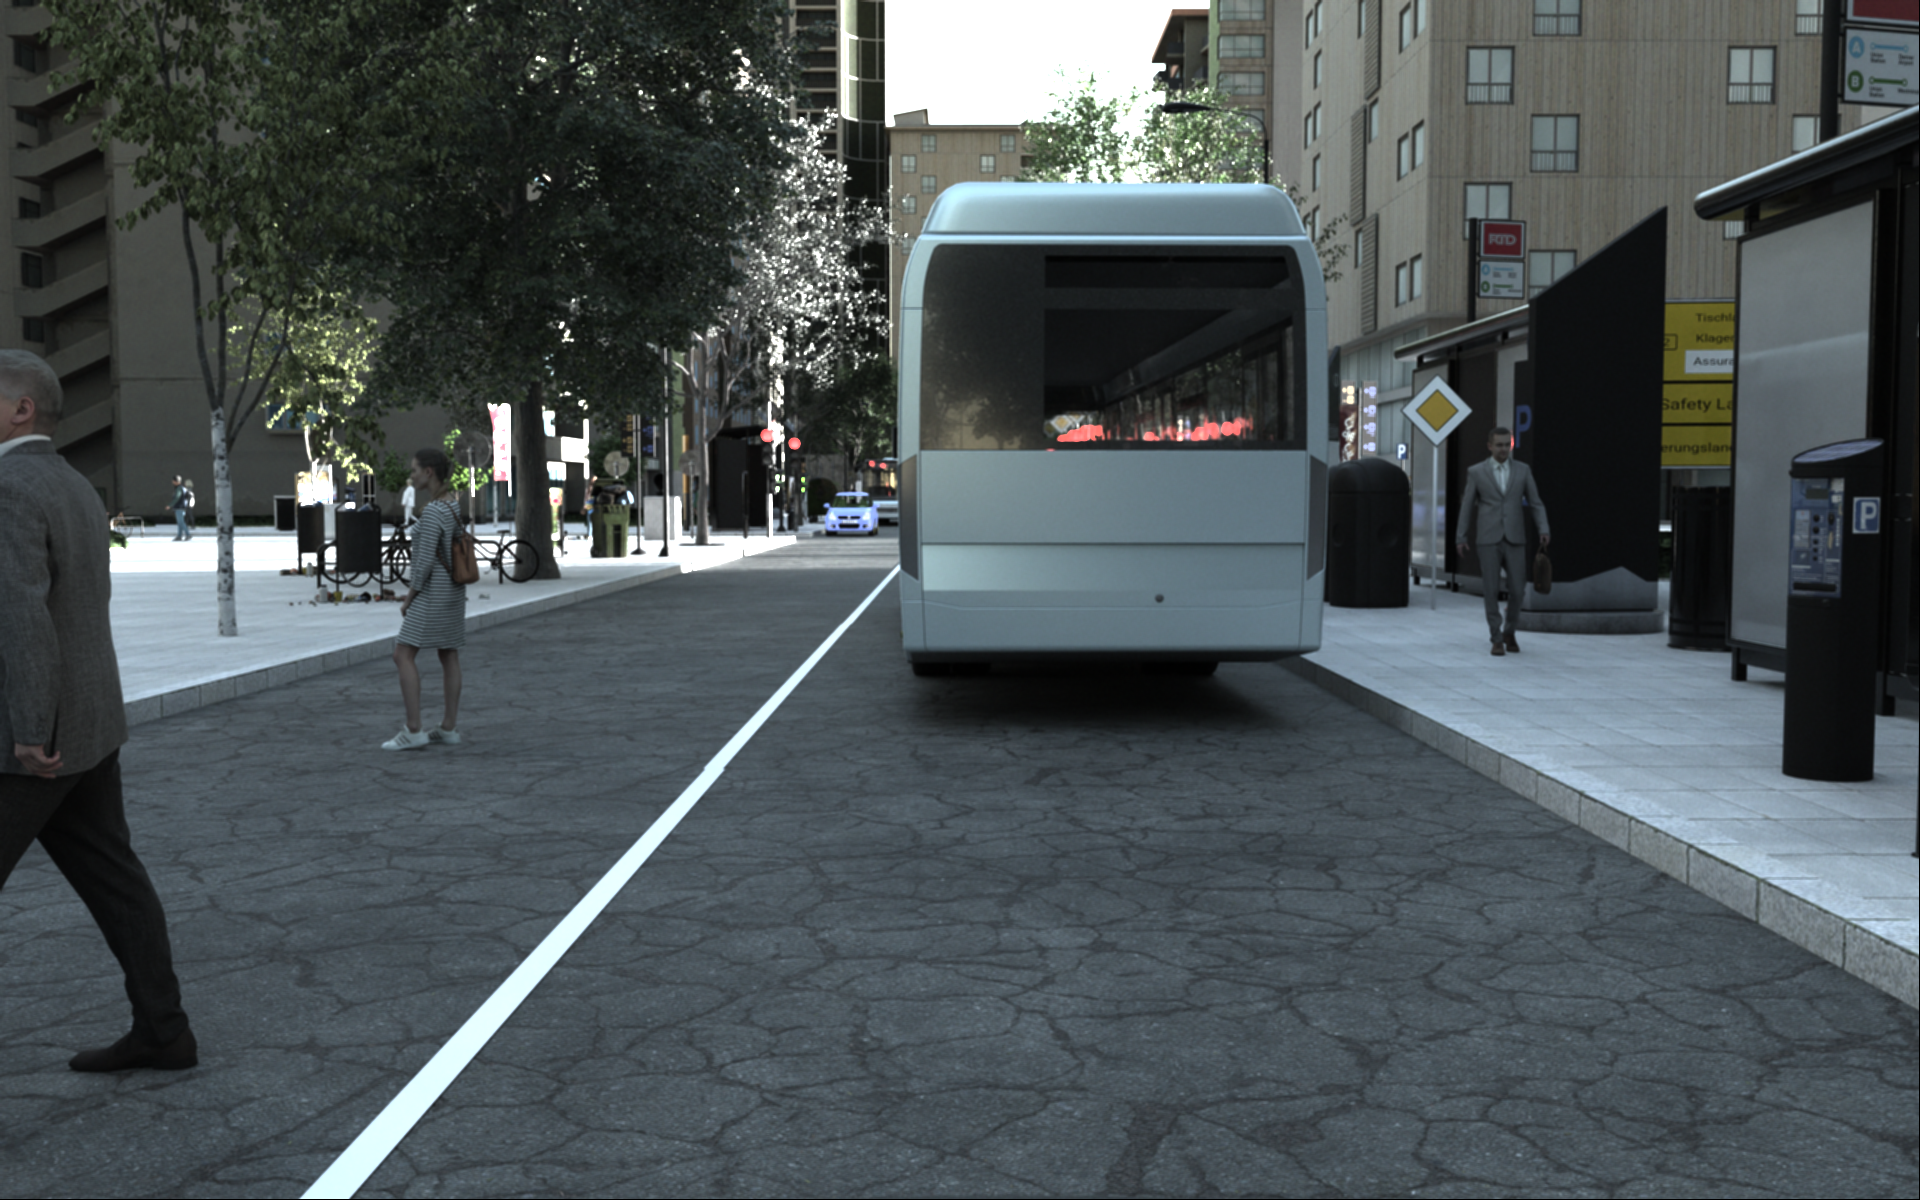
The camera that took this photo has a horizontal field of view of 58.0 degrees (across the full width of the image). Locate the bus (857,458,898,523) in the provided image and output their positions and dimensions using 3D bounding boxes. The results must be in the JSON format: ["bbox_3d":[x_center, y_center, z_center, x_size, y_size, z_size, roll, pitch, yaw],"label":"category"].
[{"bbox_3d":[-2.987,-5.379,82.802,2.948,3.499,13.247,0,4,1],"label":"bus"}]

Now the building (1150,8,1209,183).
[{"bbox_3d":[28.802,-30.711,156.757,22.147,44.769,28.867,0,4,0],"label":"building"}]

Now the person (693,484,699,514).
[{"bbox_3d":[-12.934,-4.844,85.496,0.529,1.795,0.600,-2,4,-24],"label":"person"}]

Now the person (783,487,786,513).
[{"bbox_3d":[-12.148,-6.947,119.805,0.526,1.800,0.537,0,4,-3],"label":"person"}]

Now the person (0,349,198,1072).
[{"bbox_3d":[-2.306,0.290,4.150,0.834,1.777,0.661,-1,4,-19],"label":"person"}]

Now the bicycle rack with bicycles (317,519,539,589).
[{"bbox_3d":[-7.760,-0.668,24.300,2.925,0.926,2.852,1,4,15],"label":"bicycle rack with bicycles"}]

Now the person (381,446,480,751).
[{"bbox_3d":[-2.993,-0.023,9.882,0.522,1.701,0.512,0,4,-1],"label":"person"}]

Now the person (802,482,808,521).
[{"bbox_3d":[-7.440,-4.751,83.592,0.514,1.842,0.818,0,4,6],"label":"person"}]

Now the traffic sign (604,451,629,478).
[{"bbox_3d":[-10.153,-3.122,51.148,0.768,2.556,0.104,0,4,7],"label":"traffic sign"}]

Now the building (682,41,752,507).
[{"bbox_3d":[-26.658,-30.936,155.913,14.600,45.320,14.200,0,4,0],"label":"building"}]

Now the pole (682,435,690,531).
[{"bbox_3d":[-9.481,-4.042,59.923,0.158,3.312,0.155,0,3,0],"label":"pole"}]

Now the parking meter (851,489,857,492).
[{"bbox_3d":[-5.859,-5.299,95.046,0.372,1.533,0.369,0,3,0],"label":"parking meter"}]

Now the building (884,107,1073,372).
[{"bbox_3d":[3.735,-40.089,244.688,27.495,52.752,28.713,0,4,0],"label":"building"}]

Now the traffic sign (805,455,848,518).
[{"bbox_3d":[-6.994,-5.930,90.834,2.265,3.308,0.079,0,4,4],"label":"traffic sign"}]

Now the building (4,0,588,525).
[{"bbox_3d":[-30.771,-28.019,81.821,21.300,48.544,21.600,0,4,0],"label":"building"}]

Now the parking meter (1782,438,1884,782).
[{"bbox_3d":[3.952,0.035,7.844,0.372,1.533,0.369,0,3,0],"label":"parking meter"}]

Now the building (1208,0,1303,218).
[{"bbox_3d":[24.837,-27.073,126.244,14.154,41.232,14.086,0,4,0],"label":"building"}]

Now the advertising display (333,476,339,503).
[{"bbox_3d":[-22.307,-3.400,60.800,0.974,1.923,0.123,0,4,1],"label":"advertising display"}]

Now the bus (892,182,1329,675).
[{"bbox_3d":[0.739,-1.346,16.873,2.948,3.499,13.247,0,4,-2],"label":"bus"}]

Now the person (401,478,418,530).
[{"bbox_3d":[-19.593,-3.420,61.840,0.818,1.842,0.514,-1,4,-21],"label":"person"}]

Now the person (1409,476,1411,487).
[{"bbox_3d":[11.212,-2.244,42.951,0.641,1.798,0.478,2,4,30],"label":"person"}]

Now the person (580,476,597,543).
[{"bbox_3d":[-9.670,-2.380,45.551,0.593,1.750,0.643,0,4,0],"label":"person"}]

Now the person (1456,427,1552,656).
[{"bbox_3d":[4.343,-0.469,13.829,0.709,1.813,0.853,0,4,5],"label":"person"}]

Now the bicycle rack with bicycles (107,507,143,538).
[{"bbox_3d":[-24.919,-2.212,49.556,2.852,0.926,2.925,0,4,2],"label":"bicycle rack with bicycles"}]

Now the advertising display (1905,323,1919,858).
[{"bbox_3d":[3.776,-0.066,6.293,0.974,1.923,0.123,-2,4,-32],"label":"advertising display"}]

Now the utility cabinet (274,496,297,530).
[{"bbox_3d":[-23.814,-3.077,61.469,1.020,1.237,0.306,1,4,18],"label":"utility cabinet"}]

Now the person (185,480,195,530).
[{"bbox_3d":[-27.749,-3.421,62.152,0.526,1.800,0.537,-1,4,-14],"label":"person"}]

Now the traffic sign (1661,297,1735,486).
[{"bbox_3d":[7.860,-1.479,18.056,2.265,3.308,0.079,0,4,6],"label":"traffic sign"}]

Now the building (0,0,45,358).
[{"bbox_3d":[-50.380,-24.215,79.516,14.086,41.232,14.154,0,4,0],"label":"building"}]

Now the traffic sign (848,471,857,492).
[{"bbox_3d":[-5.953,-5.758,94.254,0.768,2.556,0.104,0,4,1],"label":"traffic sign"}]

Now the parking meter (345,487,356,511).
[{"bbox_3d":[-22.104,-3.328,62.830,0.372,1.533,0.369,0,3,0],"label":"parking meter"}]

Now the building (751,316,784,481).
[{"bbox_3d":[-34.490,-20.628,182.301,28.899,21.520,27.650,0,4,0],"label":"building"}]

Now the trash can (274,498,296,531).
[{"bbox_3d":[-23.514,-2.982,60.413,0.748,1.137,0.748,0,3,0],"label":"trash can"}]

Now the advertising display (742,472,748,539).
[{"bbox_3d":[-6.207,-2.742,50.042,0.123,1.923,0.974,-1,4,-9],"label":"advertising display"}]

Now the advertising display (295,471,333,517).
[{"bbox_3d":[-18.135,-2.650,48.540,0.123,1.923,0.974,3,4,38],"label":"advertising display"}]

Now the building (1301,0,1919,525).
[{"bbox_3d":[31.860,-30.164,82.415,27.495,52.752,28.713,0,4,0],"label":"building"}]

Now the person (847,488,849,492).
[{"bbox_3d":[-9.382,-8.574,146.315,0.705,1.814,1.350,0,4,-4],"label":"person"}]

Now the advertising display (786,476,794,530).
[{"bbox_3d":[-5.984,-3.445,61.547,0.123,1.923,0.974,1,4,11],"label":"advertising display"}]

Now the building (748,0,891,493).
[{"bbox_3d":[-20.330,-49.047,240.168,20.611,71.187,20.563,0,4,0],"label":"building"}]

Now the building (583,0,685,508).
[{"bbox_3d":[-26.345,-26.315,113.838,14.154,41.232,14.086,0,4,0],"label":"building"}]

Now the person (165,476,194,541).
[{"bbox_3d":[-21.251,-2.494,47.164,0.721,1.781,0.623,-2,4,-25],"label":"person"}]

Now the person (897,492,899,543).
[{"bbox_3d":[-1.588,-2.548,49.967,0.447,1.846,0.655,0,4,-2],"label":"person"}]

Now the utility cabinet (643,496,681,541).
[{"bbox_3d":[-8.228,-2.243,47.841,1.020,1.237,0.306,1,4,20],"label":"utility cabinet"}]

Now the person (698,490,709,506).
[{"bbox_3d":[-12.253,-4.640,82.493,0.593,1.750,0.643,1,4,22],"label":"person"}]

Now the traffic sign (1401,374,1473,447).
[{"bbox_3d":[5.264,-1.184,19.093,0.795,2.593,0.064,0,4,1],"label":"traffic sign"}]

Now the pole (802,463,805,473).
[{"bbox_3d":[-10.196,-7.286,112.963,0.158,3.312,0.155,0,3,0],"label":"pole"}]
